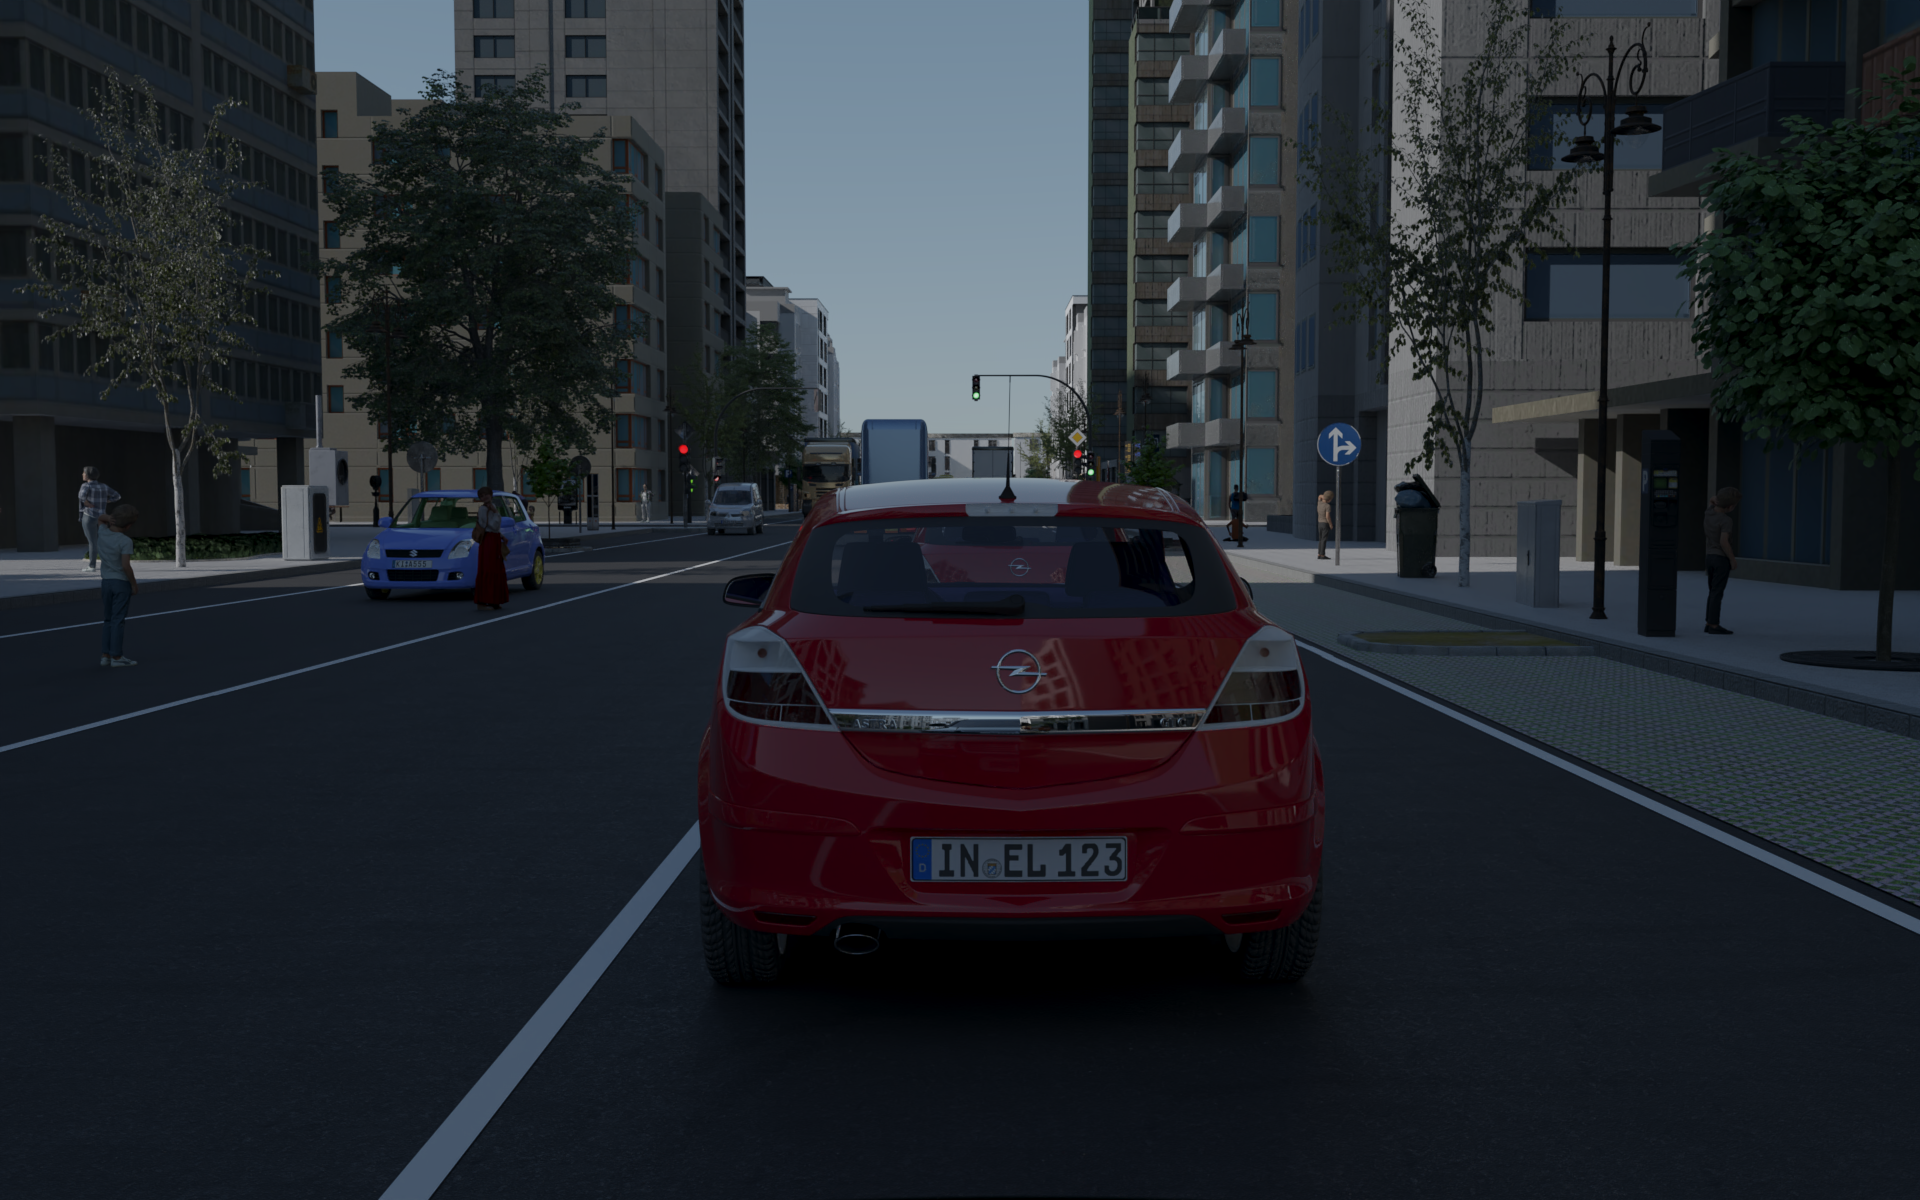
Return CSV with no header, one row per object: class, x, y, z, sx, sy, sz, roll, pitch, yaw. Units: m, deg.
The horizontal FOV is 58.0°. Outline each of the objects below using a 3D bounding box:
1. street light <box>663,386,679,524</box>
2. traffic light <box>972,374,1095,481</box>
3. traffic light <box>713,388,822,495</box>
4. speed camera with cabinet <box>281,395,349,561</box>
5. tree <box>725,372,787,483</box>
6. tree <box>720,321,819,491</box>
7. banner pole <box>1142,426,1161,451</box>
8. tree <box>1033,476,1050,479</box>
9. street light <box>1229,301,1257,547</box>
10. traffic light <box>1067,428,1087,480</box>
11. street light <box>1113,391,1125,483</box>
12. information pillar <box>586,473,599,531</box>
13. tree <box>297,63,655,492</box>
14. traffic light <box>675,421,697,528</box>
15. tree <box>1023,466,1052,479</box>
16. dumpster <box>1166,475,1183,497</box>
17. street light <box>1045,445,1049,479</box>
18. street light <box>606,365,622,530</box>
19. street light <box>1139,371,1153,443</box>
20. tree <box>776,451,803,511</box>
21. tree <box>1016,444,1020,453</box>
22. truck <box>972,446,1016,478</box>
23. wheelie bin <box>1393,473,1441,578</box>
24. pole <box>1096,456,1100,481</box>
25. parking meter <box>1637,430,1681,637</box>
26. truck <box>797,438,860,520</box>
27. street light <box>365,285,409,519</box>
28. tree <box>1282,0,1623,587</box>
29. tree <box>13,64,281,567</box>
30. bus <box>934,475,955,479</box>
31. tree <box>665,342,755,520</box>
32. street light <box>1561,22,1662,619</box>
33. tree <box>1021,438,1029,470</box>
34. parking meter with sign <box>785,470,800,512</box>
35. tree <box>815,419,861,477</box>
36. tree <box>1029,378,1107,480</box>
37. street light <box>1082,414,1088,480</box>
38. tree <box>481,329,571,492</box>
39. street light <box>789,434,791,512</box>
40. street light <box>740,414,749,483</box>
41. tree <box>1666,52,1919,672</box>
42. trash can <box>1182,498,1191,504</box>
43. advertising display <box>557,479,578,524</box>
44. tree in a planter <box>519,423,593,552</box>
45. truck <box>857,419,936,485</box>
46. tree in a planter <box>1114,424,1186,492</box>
street light,-12.443,-6.227,74.605,0.468,5.910,1.993,0,4,0
traffic light,2.831,-5.573,65.781,4.771,5.953,1.251,0,4,0
traffic light,-8.308,-6.076,74.006,4.771,5.953,1.251,0,4,0
speed camera with cabinet,-12.665,-2.430,34.061,0.660,3.252,2.038,0,4,1
tree,-12.459,-9.393,103.938,4.360,8.622,3.978,0,3,0
tree,-13.036,-11.970,113.843,7.486,12.596,7.792,0,3,0
banner pole,6.954,-4.504,63.655,0.863,3.779,0.401,-1,4,-11
tree,8.306,-10.549,167.073,1.663,3.219,1.824,0,3,0
street light,6.763,-4.208,41.584,0.468,5.910,1.993,0,4,0
traffic light,4.981,-5.197,73.892,0.839,4.253,0.868,0,4,0
street light,7.057,-6.346,76.547,0.468,5.910,1.993,0,4,0
information pillar,-12.920,-3.452,60.928,0.304,2.012,0.304,2,4,35
tree,-13.817,-8.808,50.664,9.857,13.997,8.962,0,3,0
traffic light,-10.457,-4.714,66.001,0.839,4.253,0.868,0,4,0
tree,8.186,-12.114,181.772,4.285,4.588,4.351,0,3,0
dumpster,6.964,-3.551,60.552,1.502,2.255,1.985,0,4,0
street light,7.516,-10.757,148.671,0.468,5.910,1.993,0,4,0
street light,-12.507,-5.477,62.329,0.468,5.910,1.993,0,4,0
street light,6.983,-5.657,65.282,0.468,5.910,1.993,0,4,0
tree,-12.473,-9.133,133.033,4.285,4.588,4.351,0,3,0
tree,7.663,-12.989,162.725,4.737,8.622,4.395,0,3,0
truck,2.073,-7.245,107.374,2.839,4.237,11.283,0,4,2
wheelie bin,7.012,-1.146,26.643,0.693,1.594,0.980,1,4,9
pole,7.479,-6.107,93.685,0.158,3.312,0.155,0,3,0
parking meter,6.301,-0.606,15.614,0.255,1.863,0.399,0,4,8
truck,-6.549,-6.086,88.421,2.839,4.237,11.283,0,4,-1
street light,-12.686,-4.019,38.497,0.468,5.910,1.993,0,4,0
tree,6.744,-4.490,23.782,4.360,8.622,3.978,0,3,0
tree,-13.717,-4.867,29.945,4.360,8.622,3.978,0,3,0
bus,-1.803,-13.897,218.755,2.896,3.916,12.252,0,4,2
tree,-12.192,-8.223,84.805,4.737,8.622,4.395,0,3,0
street light,6.566,-2.743,17.633,0.468,5.910,1.993,0,4,0
tree,7.302,-10.331,119.278,4.737,8.622,4.395,0,3,0
parking meter with sign,-12.106,-7.899,125.411,0.543,3.016,1.738,1,4,16
tree,-12.111,-13.302,167.847,4.737,8.622,4.395,0,3,0
tree,7.311,-9.702,108.998,4.737,8.622,4.395,0,3,0
street light,7.201,-7.796,100.246,0.468,5.910,1.993,0,4,0
tree,-19.589,-7.741,76.923,4.360,8.622,3.978,0,3,0
street light,-12.026,-9.143,122.273,0.468,5.910,1.993,0,4,0
street light,-12.287,-7.693,98.576,0.468,5.910,1.993,0,4,0
tree,6.955,-1.791,13.000,4.285,4.588,4.351,0,3,0
trash can,8.523,-3.352,66.465,0.748,1.137,0.748,0,3,0
advertising display,-16.697,-4.189,73.700,0.974,1.923,0.123,1,4,23
tree in a planter,-10.340,-2.831,43.507,1.991,3.239,1.994,0,4,0
truck,-2.327,-4.068,56.273,2.967,4.110,18.799,0,4,0
tree in a planter,4.809,-2.854,43.892,1.991,3.239,1.994,0,4,0
